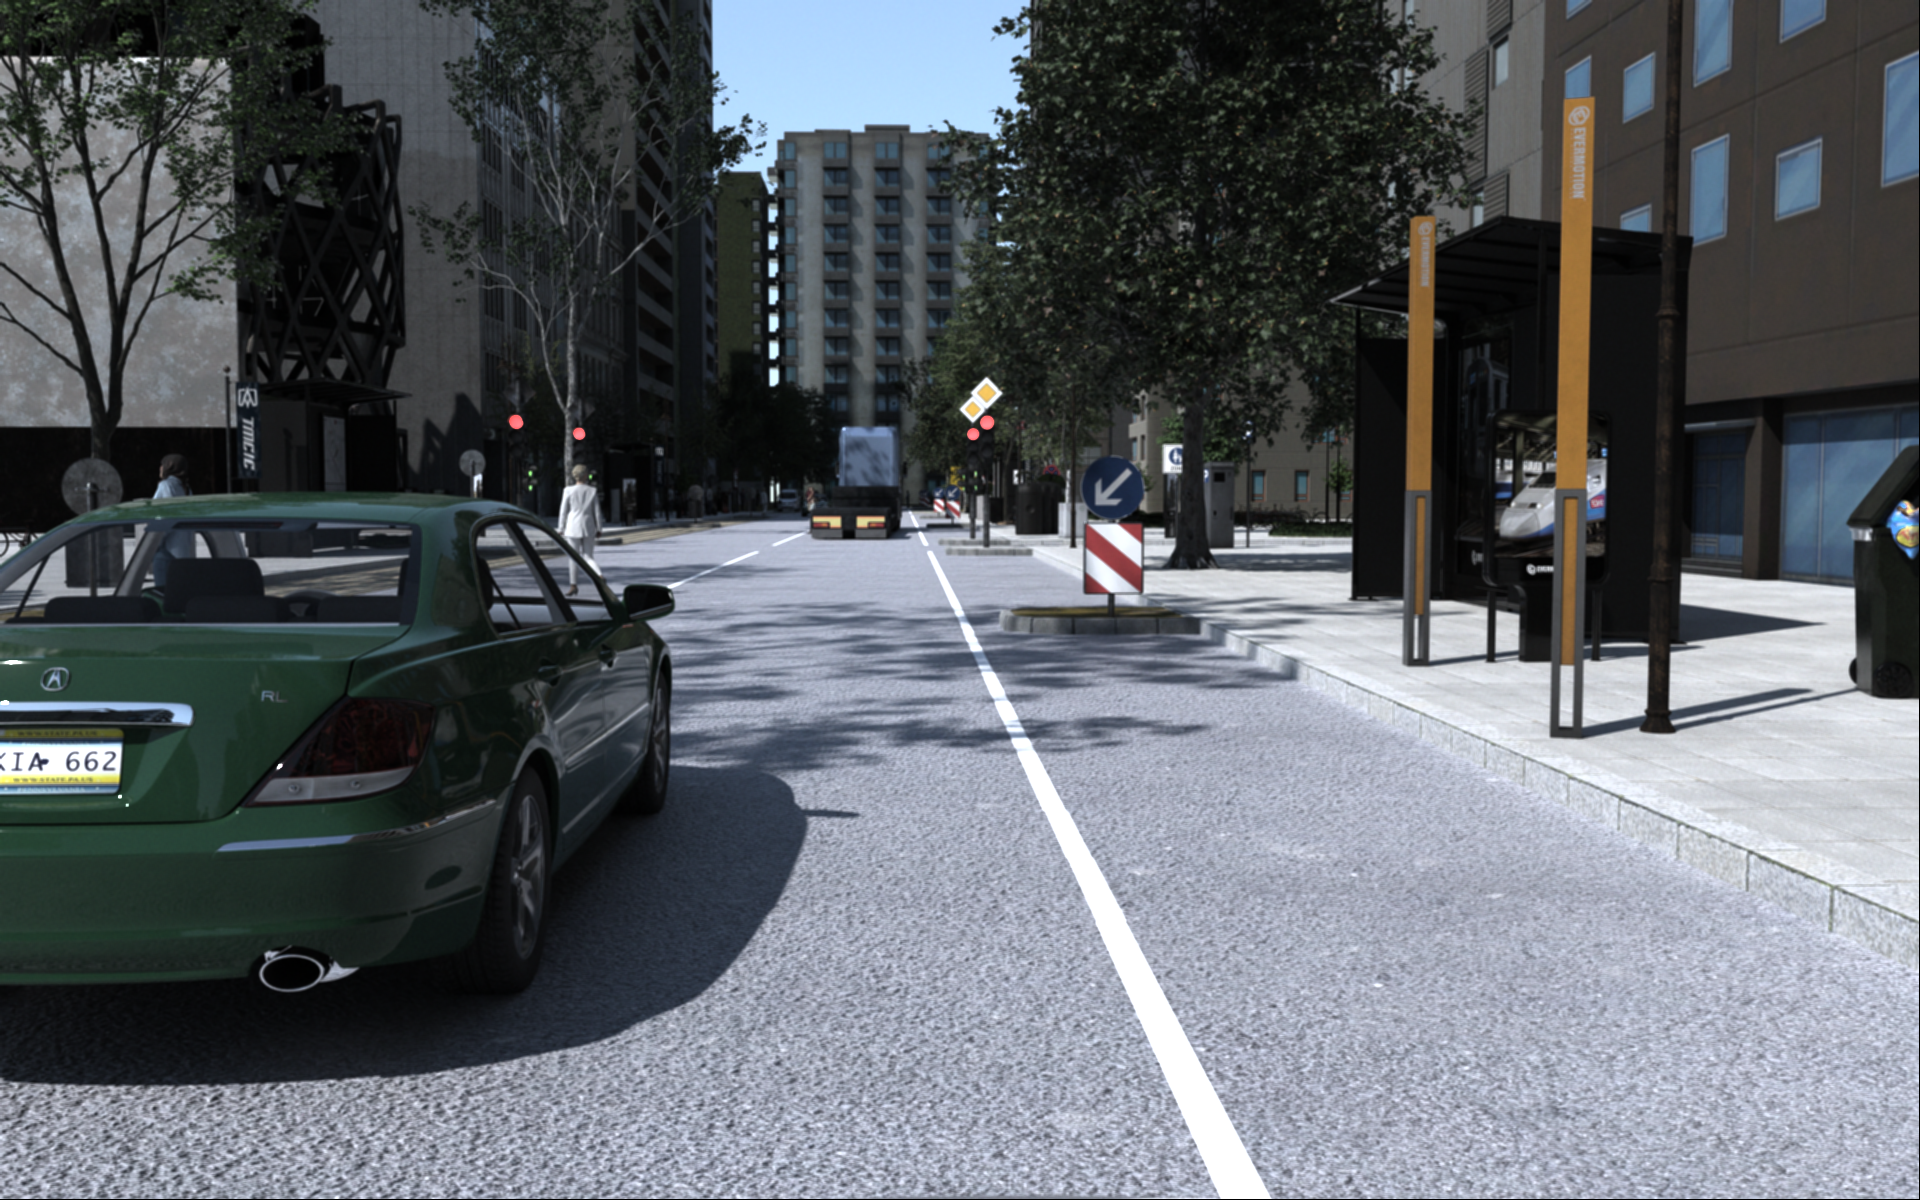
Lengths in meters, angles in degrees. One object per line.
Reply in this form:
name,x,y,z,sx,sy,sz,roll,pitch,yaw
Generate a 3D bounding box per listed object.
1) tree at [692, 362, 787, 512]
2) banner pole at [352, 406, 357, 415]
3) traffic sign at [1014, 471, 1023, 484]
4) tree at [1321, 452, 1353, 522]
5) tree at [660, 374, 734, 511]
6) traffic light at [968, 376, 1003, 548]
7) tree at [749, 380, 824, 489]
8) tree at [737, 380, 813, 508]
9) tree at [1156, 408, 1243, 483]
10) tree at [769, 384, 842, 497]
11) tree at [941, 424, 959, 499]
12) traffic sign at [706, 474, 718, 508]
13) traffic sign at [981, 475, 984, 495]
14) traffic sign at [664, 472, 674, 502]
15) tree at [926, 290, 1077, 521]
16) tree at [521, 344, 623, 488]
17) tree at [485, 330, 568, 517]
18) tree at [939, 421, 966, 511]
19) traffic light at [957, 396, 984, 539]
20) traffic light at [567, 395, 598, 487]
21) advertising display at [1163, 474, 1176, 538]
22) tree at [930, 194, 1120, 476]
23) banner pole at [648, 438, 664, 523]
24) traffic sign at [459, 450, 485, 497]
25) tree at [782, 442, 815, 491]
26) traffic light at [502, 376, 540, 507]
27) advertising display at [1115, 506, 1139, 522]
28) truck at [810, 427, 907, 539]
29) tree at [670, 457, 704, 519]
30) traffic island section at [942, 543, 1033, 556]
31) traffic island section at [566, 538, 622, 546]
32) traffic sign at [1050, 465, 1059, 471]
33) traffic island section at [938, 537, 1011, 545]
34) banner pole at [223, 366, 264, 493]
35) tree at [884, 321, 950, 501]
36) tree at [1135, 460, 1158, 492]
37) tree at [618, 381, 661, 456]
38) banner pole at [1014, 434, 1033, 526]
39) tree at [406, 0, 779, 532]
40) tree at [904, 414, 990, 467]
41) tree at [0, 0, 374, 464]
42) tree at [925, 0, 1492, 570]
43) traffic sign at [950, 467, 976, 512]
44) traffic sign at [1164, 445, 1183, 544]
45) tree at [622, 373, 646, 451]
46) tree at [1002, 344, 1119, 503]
tree,-15.373,-11.417,121.076,8.767,10.594,7.601,3,4,38
banner pole,-17.312,-3.620,49.197,0.863,3.779,0.401,2,4,30
traffic sign,2.591,-4.386,73.847,0.606,2.300,0.079,0,4,7
tree,17.212,-5.158,78.942,1.663,3.219,1.824,0,3,0
tree,-15.812,-9.540,106.349,4.737,8.622,4.395,0,3,0
traffic light,0.617,-3.216,41.499,0.839,4.253,0.868,0,4,-2
tree,-17.369,-15.534,172.107,7.486,12.596,7.792,0,3,0
tree,-16.999,-14.227,158.370,9.928,11.665,9.643,0,3,0
tree,8.205,-4.562,58.300,4.285,4.588,4.351,0,3,0
tree,-18.074,-17.832,198.202,9.857,13.997,8.962,0,3,0
tree,-0.066,-11.507,138.508,4.737,8.622,4.395,0,3,0
traffic sign,-16.025,-6.848,112.066,0.768,2.556,0.104,0,4,4
traffic sign,1.254,-6.207,101.494,0.884,2.594,0.081,0,4,4
traffic sign,-16.847,-6.110,99.906,0.884,2.594,0.081,0,4,0
tree,2.257,-9.492,80.945,9.928,11.665,9.643,0,3,0
tree,-19.149,-8.175,84.027,4.360,8.622,3.978,0,3,0
tree,-18.886,-7.757,77.191,4.737,8.622,4.395,0,3,0
tree,0.214,-10.904,128.637,4.360,8.622,3.978,0,3,0
traffic light,0.347,-3.704,49.480,0.839,4.253,0.868,0,4,-2
traffic light,-10.708,-3.680,49.090,0.839,4.253,0.868,0,4,-2
advertising display,6.147,-2.775,50.581,0.123,1.923,0.974,2,4,25
tree,2.782,-8.978,64.917,7.486,12.596,7.792,0,3,0
banner pole,-13.578,-5.350,77.494,0.863,3.779,0.401,1,4,20
traffic sign,-13.973,-3.029,49.626,0.768,2.556,0.104,0,4,4
tree,-18.088,-14.626,189.500,4.360,8.622,3.978,0,3,0
traffic light,-10.437,-3.192,41.110,0.839,4.253,0.868,0,4,-2
advertising display,4.709,-2.692,49.230,0.974,1.923,0.123,-3,4,-38
truck,-3.578,-4.511,63.507,2.967,4.110,18.799,0,4,-1
tree,-14.325,-5.858,90.378,1.663,3.219,1.824,0,3,0
traffic island section,0.658,-1.182,41.615,2.009,0.180,2.903,0,4,-2
traffic island section,-10.748,-1.648,49.224,2.009,0.180,2.903,0,4,-2
traffic sign,3.948,-4.568,74.790,0.768,2.556,0.104,0,4,2
traffic island section,0.387,-1.671,49.595,2.009,0.180,2.903,0,4,-2
banner pole,-14.114,-2.691,34.009,0.863,3.779,0.401,0,4,-2
tree,-2.156,-20.548,191.850,12.611,20.169,13.585,0,3,0
tree,9.752,-6.142,95.028,1.663,3.219,1.824,0,3,0
tree,-20.548,-9.936,112.815,4.737,8.622,4.395,0,3,0
banner pole,2.614,-4.928,70.595,0.863,3.779,0.401,-1,4,-19
tree,-12.627,-12.460,59.609,12.611,20.169,13.585,0,3,0
tree,-0.319,-15.870,169.846,12.009,13.543,11.850,0,3,0
tree,-12.375,-6.060,24.831,9.928,11.665,9.643,0,3,0
tree,4.043,-6.877,29.439,9.611,12.733,9.660,0,3,0
traffic sign,0.410,-7.902,123.065,2.265,3.308,0.079,0,4,7
traffic sign,4.476,-2.053,35.691,0.606,2.300,0.079,0,4,1
tree,-19.750,-8.986,97.282,4.360,8.622,3.978,0,3,0
tree,3.279,-6.292,53.236,4.360,8.622,3.978,0,3,0
